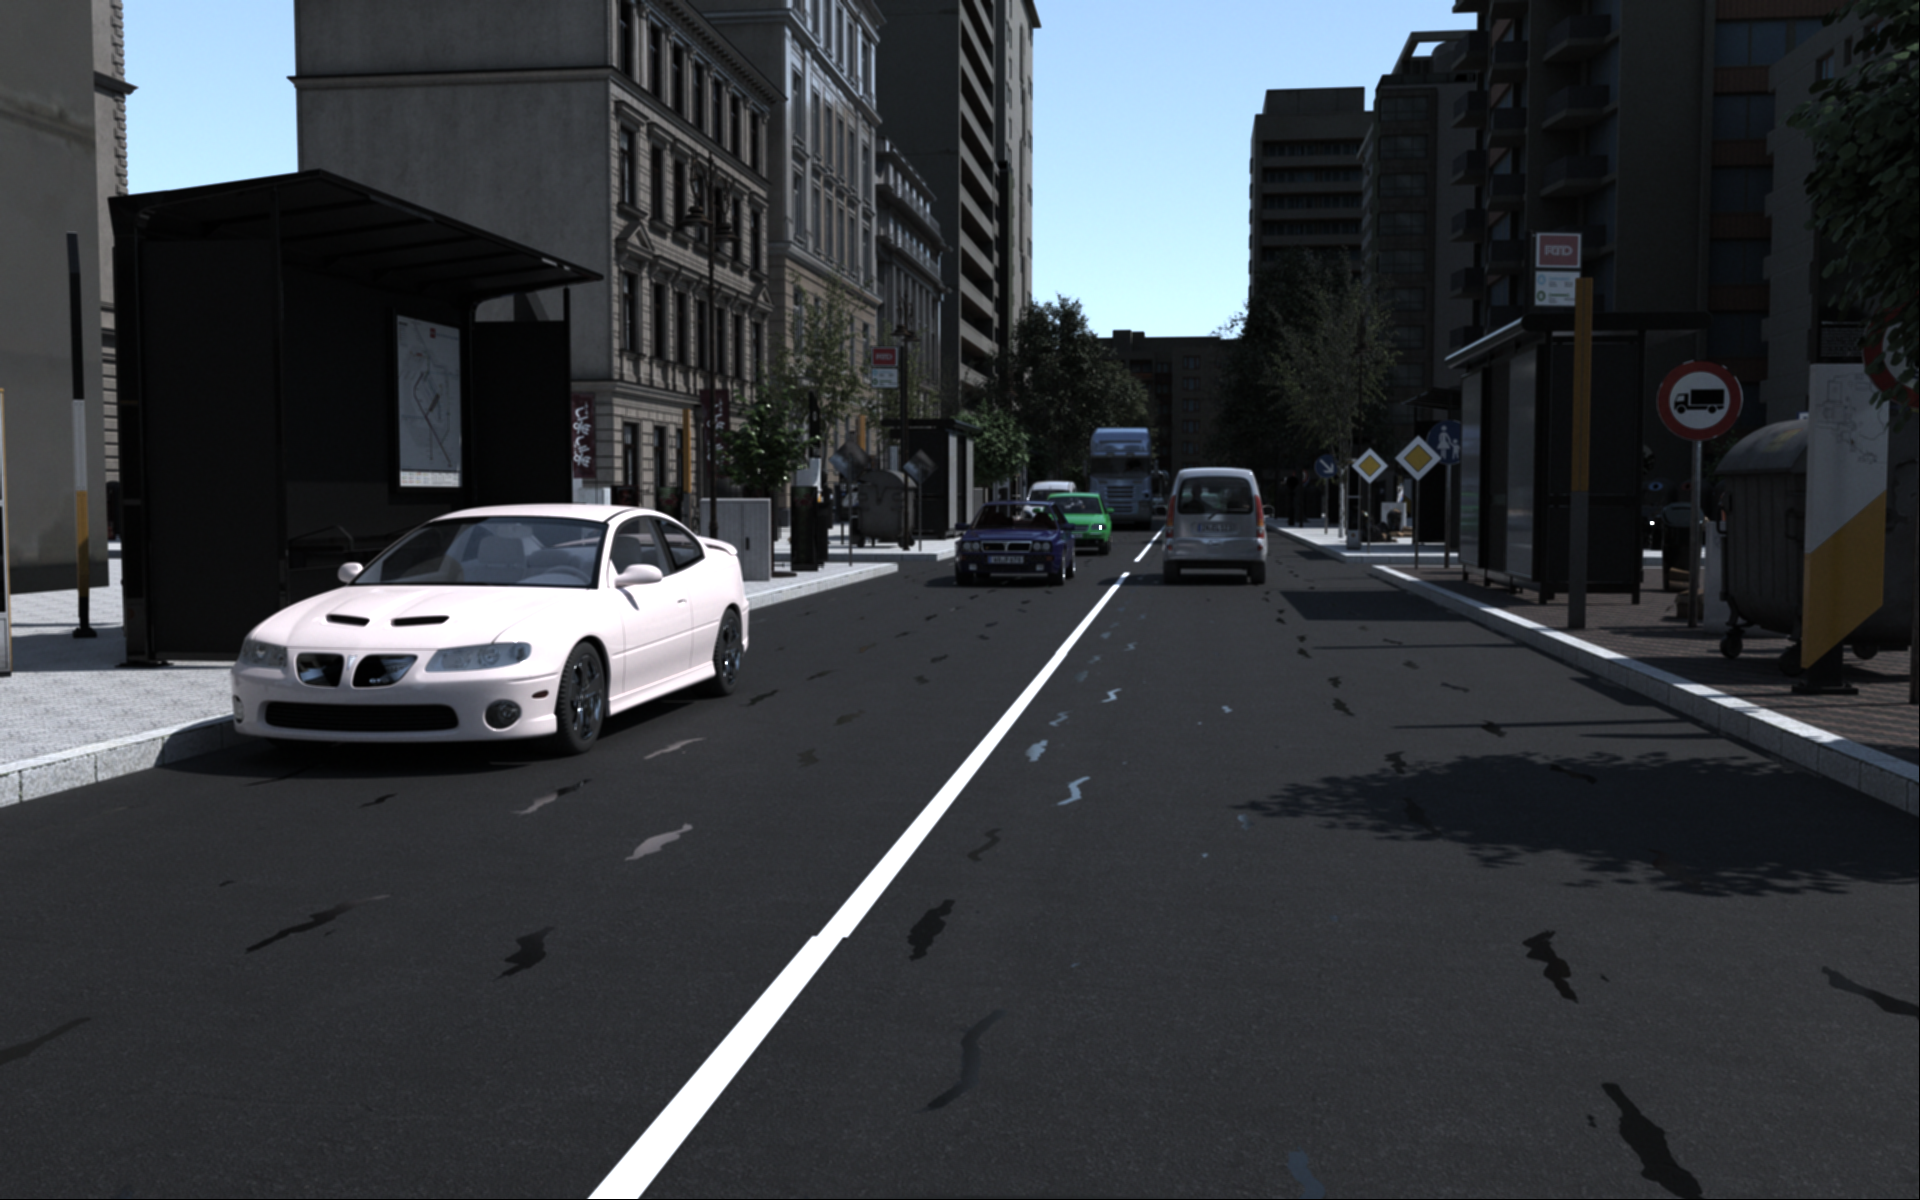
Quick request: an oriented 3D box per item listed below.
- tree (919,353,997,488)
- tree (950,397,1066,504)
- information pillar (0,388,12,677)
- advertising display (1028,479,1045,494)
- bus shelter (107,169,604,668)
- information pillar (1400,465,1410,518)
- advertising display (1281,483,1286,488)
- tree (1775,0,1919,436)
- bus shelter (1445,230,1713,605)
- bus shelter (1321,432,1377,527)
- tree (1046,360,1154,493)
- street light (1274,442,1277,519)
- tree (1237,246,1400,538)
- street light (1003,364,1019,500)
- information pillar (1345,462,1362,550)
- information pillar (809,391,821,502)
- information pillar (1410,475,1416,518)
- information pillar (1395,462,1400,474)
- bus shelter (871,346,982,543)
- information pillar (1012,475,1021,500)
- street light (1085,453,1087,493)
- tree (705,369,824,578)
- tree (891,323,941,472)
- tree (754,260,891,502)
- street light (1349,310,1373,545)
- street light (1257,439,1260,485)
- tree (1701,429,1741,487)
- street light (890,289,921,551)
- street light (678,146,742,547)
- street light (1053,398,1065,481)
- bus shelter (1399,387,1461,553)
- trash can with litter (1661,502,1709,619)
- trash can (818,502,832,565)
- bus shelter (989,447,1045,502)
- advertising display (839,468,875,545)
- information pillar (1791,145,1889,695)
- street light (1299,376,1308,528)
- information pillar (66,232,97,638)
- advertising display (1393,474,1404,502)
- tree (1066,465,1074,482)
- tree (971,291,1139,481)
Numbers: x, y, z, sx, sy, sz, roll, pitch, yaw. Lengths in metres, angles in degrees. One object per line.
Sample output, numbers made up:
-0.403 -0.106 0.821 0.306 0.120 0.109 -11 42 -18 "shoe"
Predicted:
-0.133 -8.521 89.677 4.360 8.622 3.978 0 3 0 "tree"
0.822 -4.602 58.957 4.285 4.588 4.351 0 3 0 "tree"
-6.857 -0.466 12.107 0.304 2.012 0.304 -3 5 -41 "information pillar"
3.201 -4.278 75.159 0.974 1.923 0.123 -1 4 -13 "advertising display"
-5.069 -1.496 15.741 1.731 3.624 6.357 0 4 7 "bus shelter"
24.405 -6.307 94.471 0.504 3.616 0.183 1 4 19 "information pillar"
19.821 -6.071 104.467 0.974 1.923 0.123 3 5 41 "advertising display"
5.610 -1.498 8.199 4.285 4.588 4.351 0 3 0 "tree"
8.115 -2.849 24.209 2.179 5.291 8.768 0 4 7 "bus shelter"
15.310 -4.713 68.348 1.731 3.624 6.357 0 4 7 "bus shelter"
8.257 -10.833 111.529 8.767 10.594 7.601 0 4 3 "tree"
16.139 -7.068 88.355 0.468 5.910 1.993 0 4 8 "street light"
10.970 -6.128 50.557 4.360 8.622 3.978 0 3 0 "tree"
1.822 -5.446 61.826 0.468 5.910 1.993 0 4 8 "street light"
9.084 -2.164 39.881 0.304 2.012 0.304 1 4 21 "information pillar"
-3.330 -2.958 39.722 0.183 3.616 0.504 1 4 17 "information pillar"
18.896 -4.900 71.469 0.183 3.616 0.504 -1 4 -12 "information pillar"
28.001 -7.292 110.581 0.504 3.616 0.183 2 4 33 "information pillar"
-0.993 -4.401 49.595 2.179 5.291 8.768 0 4 8 "bus shelter"
2.089 -3.727 65.421 0.304 2.012 0.304 2 4 28 "information pillar"
7.703 -8.143 105.930 0.468 5.910 1.993 0 4 8 "street light"
-3.116 -1.984 27.047 1.663 3.219 1.824 0 3 0 "tree"
-2.542 -7.436 71.945 4.737 8.622 4.395 0 3 0 "tree"
-4.514 -6.405 55.090 4.737 8.622 4.395 0 3 0 "tree"
10.110 -4.342 43.783 0.468 5.910 1.993 0 4 8 "street light"
19.014 -8.430 110.617 0.468 5.910 1.993 0 4 8 "street light"
22.847 -3.463 51.218 1.663 3.219 1.824 0 3 0 "tree"
-1.223 -4.066 39.268 0.468 5.910 1.993 0 4 8 "street light"
-3.359 -3.100 23.470 0.468 5.910 1.993 0 4 8 "street light"
4.811 -6.794 83.872 0.468 5.910 1.993 0 4 8 "street light"
11.615 -3.041 40.997 1.731 3.624 6.357 0 4 8 "bus shelter"
7.793 -0.386 17.691 1.055 1.170 0.624 2 4 32 "trash can with litter"
-2.695 -1.209 31.415 0.748 1.137 0.748 0 3 0 "trash can"
2.251 -4.722 71.136 2.014 3.302 5.546 0 4 8 "bus shelter"
-2.597 -2.365 43.877 0.974 1.923 0.123 1 4 22 "advertising display"
5.648 -1.204 11.038 0.504 3.616 0.183 0 4 0 "information pillar"
13.098 -5.720 66.316 0.468 5.910 1.993 0 4 8 "street light"
-7.838 -1.471 15.405 0.183 3.616 0.504 -2 4 -29 "information pillar"
14.007 -3.065 55.323 0.123 1.923 0.974 2 4 27 "advertising display"
2.800 -5.865 79.605 4.285 4.588 4.351 0 3 0 "tree"
5.409 -11.078 98.138 9.611 12.733 9.660 0 3 0 "tree"
